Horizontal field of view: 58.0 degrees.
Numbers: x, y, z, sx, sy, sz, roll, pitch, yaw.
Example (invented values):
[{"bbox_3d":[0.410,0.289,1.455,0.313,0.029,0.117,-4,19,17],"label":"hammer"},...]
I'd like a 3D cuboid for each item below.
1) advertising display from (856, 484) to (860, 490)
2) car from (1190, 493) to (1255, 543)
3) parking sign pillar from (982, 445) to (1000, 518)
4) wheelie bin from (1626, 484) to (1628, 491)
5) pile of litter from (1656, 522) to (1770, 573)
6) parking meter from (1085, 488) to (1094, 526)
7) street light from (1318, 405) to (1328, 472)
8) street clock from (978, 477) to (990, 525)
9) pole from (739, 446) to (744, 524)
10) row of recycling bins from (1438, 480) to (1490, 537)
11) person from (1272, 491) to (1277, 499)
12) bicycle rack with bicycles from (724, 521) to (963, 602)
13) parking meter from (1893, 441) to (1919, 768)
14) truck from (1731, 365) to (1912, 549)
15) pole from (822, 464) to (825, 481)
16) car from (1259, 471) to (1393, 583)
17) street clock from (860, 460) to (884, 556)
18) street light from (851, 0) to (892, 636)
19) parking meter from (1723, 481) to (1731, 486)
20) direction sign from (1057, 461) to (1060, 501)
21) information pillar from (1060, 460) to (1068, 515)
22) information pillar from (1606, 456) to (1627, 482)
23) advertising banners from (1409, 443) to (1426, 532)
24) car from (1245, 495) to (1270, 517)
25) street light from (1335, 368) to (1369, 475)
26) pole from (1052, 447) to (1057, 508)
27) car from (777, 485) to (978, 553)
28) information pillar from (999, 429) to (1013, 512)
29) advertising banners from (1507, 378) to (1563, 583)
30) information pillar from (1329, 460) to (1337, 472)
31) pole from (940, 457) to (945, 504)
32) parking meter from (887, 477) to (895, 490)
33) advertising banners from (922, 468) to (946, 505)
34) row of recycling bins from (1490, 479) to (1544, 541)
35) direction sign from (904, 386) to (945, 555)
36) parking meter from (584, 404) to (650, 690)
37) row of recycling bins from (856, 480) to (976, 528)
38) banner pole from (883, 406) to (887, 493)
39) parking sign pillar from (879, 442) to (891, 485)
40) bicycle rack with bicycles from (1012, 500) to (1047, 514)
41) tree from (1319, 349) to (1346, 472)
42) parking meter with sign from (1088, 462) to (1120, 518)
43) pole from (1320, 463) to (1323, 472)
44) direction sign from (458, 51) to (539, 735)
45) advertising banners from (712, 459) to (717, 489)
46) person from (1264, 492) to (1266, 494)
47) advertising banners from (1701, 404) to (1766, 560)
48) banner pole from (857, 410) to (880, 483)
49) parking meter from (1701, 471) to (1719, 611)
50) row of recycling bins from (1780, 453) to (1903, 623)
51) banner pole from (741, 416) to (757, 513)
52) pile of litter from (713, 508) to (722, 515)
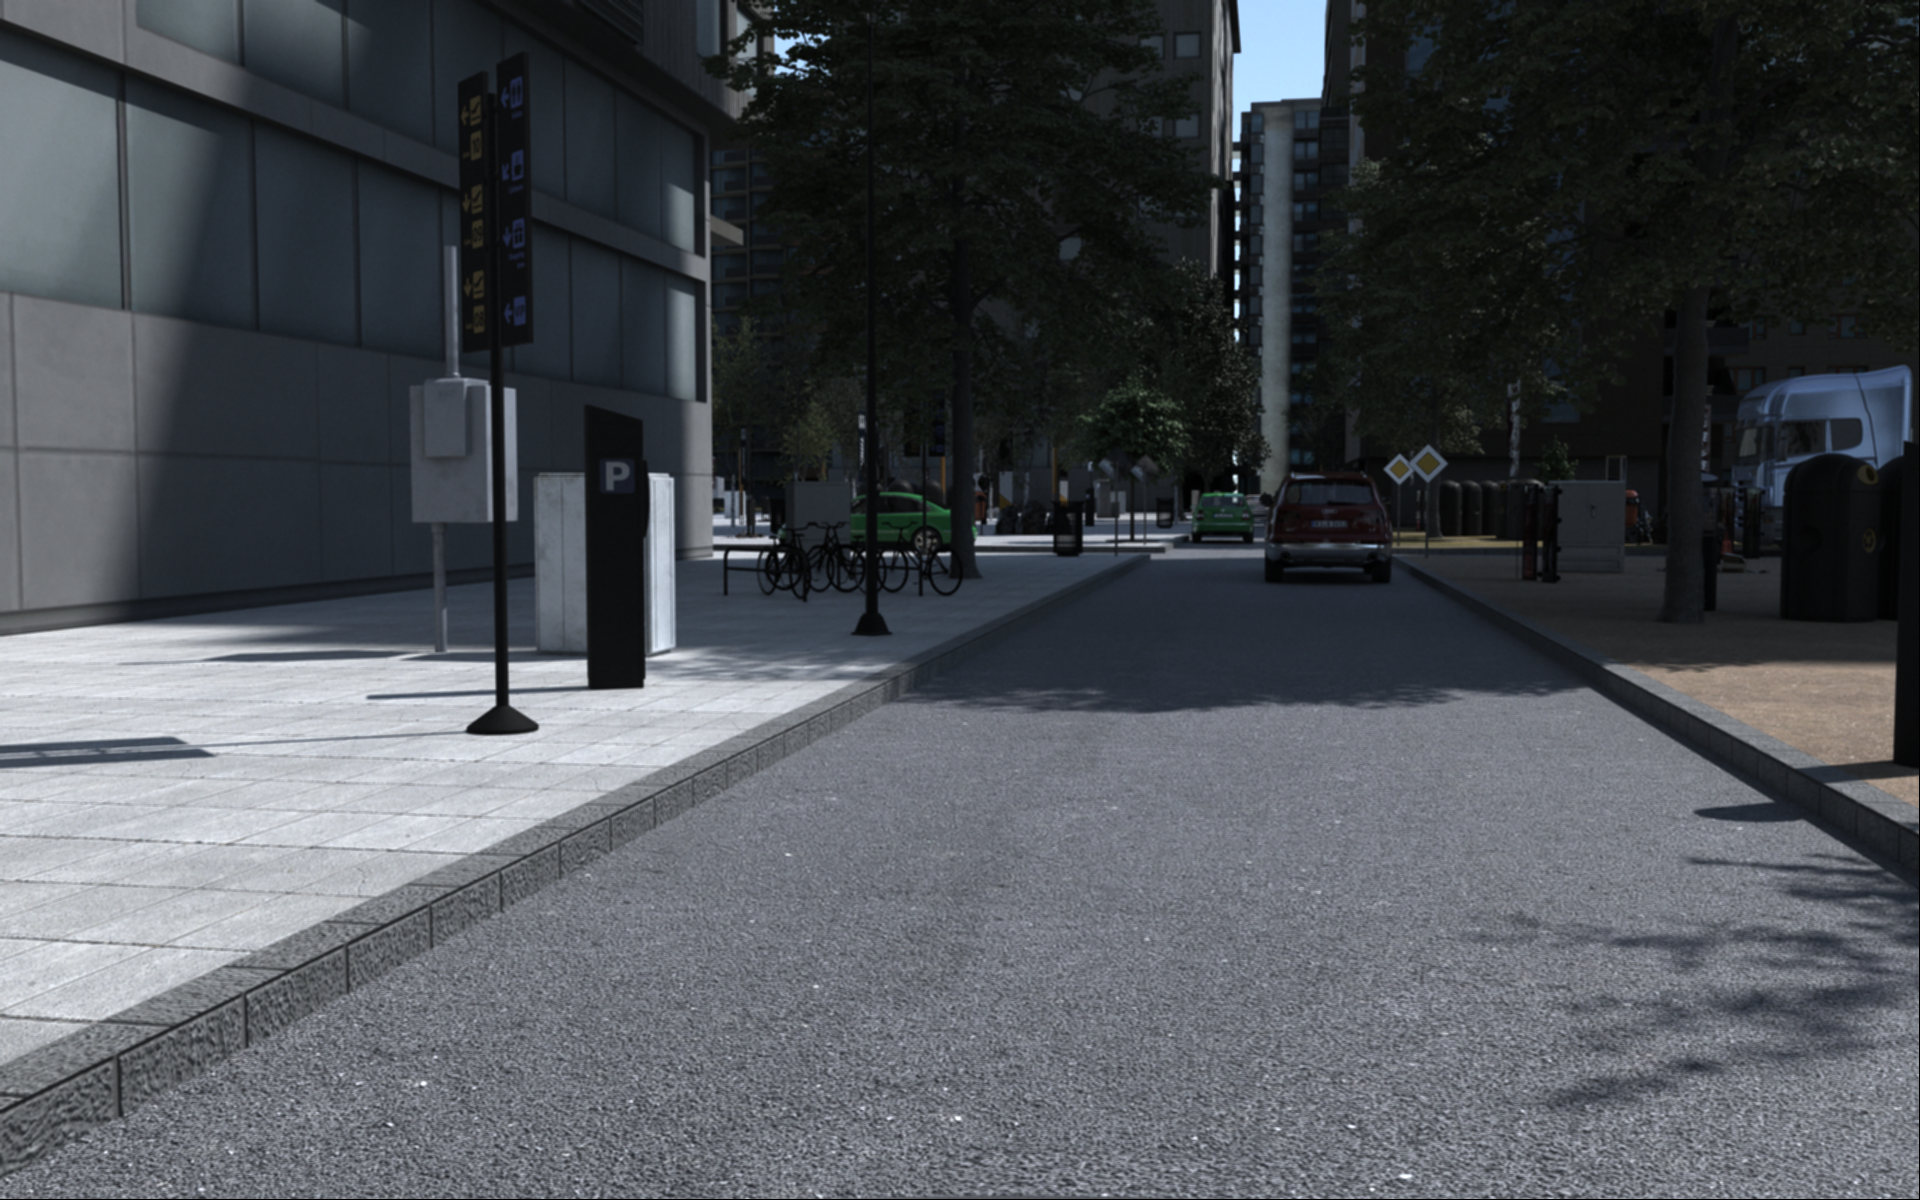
[{"bbox_3d":[-6.463,-6.784,116.125,0.974,1.923,0.123,0,4,8],"label":"advertising display"},{"bbox_3d":[7.847,-2.627,51.746,1.959,1.807,4.718,1,4,8],"label":"car"},{"bbox_3d":[1.636,-6.317,91.761,1.447,3.967,1.447,-2,4,-33],"label":"parking sign pillar"},{"bbox_3d":[19.507,-2.664,51.459,0.980,1.594,0.693,3,5,43],"label":"wheelie bin"},{"bbox_3d":[12.423,-0.890,28.512,1.719,0.858,1.176,2,4,30],"label":"pile of litter"},{"bbox_3d":[5.150,-3.694,68.814,0.372,1.533,0.369,0,3,0],"label":"parking meter"},{"bbox_3d":[19.190,-7.160,89.611,1.470,5.913,1.316,1,4,10],"label":"street light"},{"bbox_3d":[1.005,-4.177,72.869,0.471,2.002,0.358,2,4,33],"label":"street clock"},{"bbox_3d":[-9.252,-4.856,73.242,0.158,3.312,0.155,0,3,0],"label":"pole"},{"bbox_3d":[15.892,-2.828,53.345,3.534,1.692,1.069,-3,4,-37],"label":"row of recycling bins"},{"bbox_3d":[32.038,-10.178,175.645,0.721,1.736,1.217,-1,4,-22],"label":"person"},{"bbox_3d":[-1.731,-0.529,22.037,2.852,0.926,2.925,-3,4,-39],"label":"bicycle rack with bicycles"},{"bbox_3d":[4.630,0.016,8.157,0.372,1.533,0.369,0,3,0],"label":"parking meter"},{"bbox_3d":[25.591,-2.848,36.318,18.799,4.110,2.967,1,4,9],"label":"truck"},{"bbox_3d":[-8.540,-7.012,108.485,0.158,3.312,0.155,0,3,0],"label":"pole"},{"bbox_3d":[6.266,-1.284,29.659,2.281,1.827,5.304,1,4,11],"label":"car"},{"bbox_3d":[-1.814,-1.917,35.918,0.471,2.002,0.358,-1,4,-11],"label":"street clock"},{"bbox_3d":[-0.274,-2.630,15.535,1.470,5.913,1.316,1,4,10],"label":"street light"},{"bbox_3d":[33.296,-4.244,75.108,0.399,1.863,0.255,-2,4,-33],"label":"parking meter"},{"bbox_3d":[6.468,-7.482,114.325,0.379,3.537,0.876,-2,4,-30],"label":"direction sign"},{"bbox_3d":[6.465,-7.111,107.617,0.504,3.616,0.183,1,4,12],"label":"information pillar"},{"bbox_3d":[12.591,-1.761,33.286,0.304,2.012,0.304,2,4,35],"label":"information pillar"},{"bbox_3d":[15.689,-3.848,59.108,0.090,3.025,2.074,0,4,-6],"label":"advertising banners"},{"bbox_3d":[16.918,-5.273,98.578,2.083,1.381,4.827,1,4,12],"label":"car"},{"bbox_3d":[14.374,-5.556,63.382,1.470,5.913,1.316,1,4,10],"label":"street light"},{"bbox_3d":[4.121,-4.988,75.400,0.158,3.312,0.155,0,3,0],"label":"pole"},{"bbox_3d":[-1.956,-1.957,40.788,4.718,1.807,1.959,1,4,10],"label":"car"},{"bbox_3d":[1.683,-4.375,62.887,0.504,3.616,0.183,0,4,1],"label":"information pillar"},{"bbox_3d":[8.507,-1.808,25.755,0.090,3.025,2.074,0,4,-3],"label":"advertising banners"},{"bbox_3d":[24.628,-7.525,114.383,0.504,3.616,0.183,1,4,21],"label":"information pillar"},{"bbox_3d":[-0.744,-4.941,74.629,0.158,3.312,0.155,0,3,0],"label":"pole"},{"bbox_3d":[-2.458,-3.369,60.801,0.255,1.863,0.399,-2,4,-29],"label":"parking meter"},{"bbox_3d":[-1.567,-7.375,116.768,2.074,3.025,0.090,-1,4,-8],"label":"advertising banners"},{"bbox_3d":[15.891,-2.558,48.944,1.069,1.692,3.534,1,4,8],"label":"row of recycling bins"},{"bbox_3d":[-0.742,-2.706,36.235,0.876,3.537,0.379,1,4,12],"label":"direction sign"},{"bbox_3d":[-2.267,-0.352,11.467,0.399,1.863,0.255,-1,4,-18],"label":"parking meter"},{"bbox_3d":[-1.289,-2.686,51.033,3.534,1.692,1.069,-1,4,-9],"label":"row of recycling bins"},{"bbox_3d":[-2.347,-3.609,49.020,0.863,3.779,0.401,0,4,2],"label":"banner pole"},{"bbox_3d":[-4.262,-6.249,90.642,1.447,3.967,1.447,1,4,23],"label":"parking sign pillar"},{"bbox_3d":[3.871,-6.007,111.599,2.852,0.926,2.925,-2,4,-29],"label":"bicycle rack with bicycles"},{"bbox_3d":[26.376,-11.960,121.303,9.928,11.665,9.643,0,3,0],"label":"tree"},{"bbox_3d":[7.616,-5.824,91.482,1.738,3.016,0.543,-2,4,-29],"label":"parking meter with sign"},{"bbox_3d":[23.905,-7.377,114.462,0.158,3.312,0.155,0,3,0],"label":"pole"},{"bbox_3d":[-2.481,-1.058,9.293,0.379,3.537,0.876,-3,4,-38],"label":"direction sign"},{"bbox_3d":[-13.081,-5.501,86.124,2.074,3.025,0.090,1,4,8],"label":"advertising banners"},{"bbox_3d":[29.875,-9.748,169.348,0.415,1.643,0.593,-3,5,-44],"label":"person"},{"bbox_3d":[15.025,-2.307,33.900,2.074,3.025,0.090,-2,4,-26],"label":"advertising banners"},{"bbox_3d":[-2.532,-3.423,45.989,0.401,3.779,0.863,1,4,22],"label":"banner pole"},{"bbox_3d":[8.171,-0.656,19.139,0.372,1.533,0.369,0,3,0],"label":"parking meter"},{"bbox_3d":[10.185,-0.647,17.698,3.534,1.692,1.069,0,4,-2],"label":"row of recycling bins"},{"bbox_3d":[-6.844,-3.993,55.303,0.401,3.779,0.863,1,4,15],"label":"banner pole"},{"bbox_3d":[-16.775,-6.364,118.022,1.176,0.858,1.719,2,4,33],"label":"pile of litter"}]
